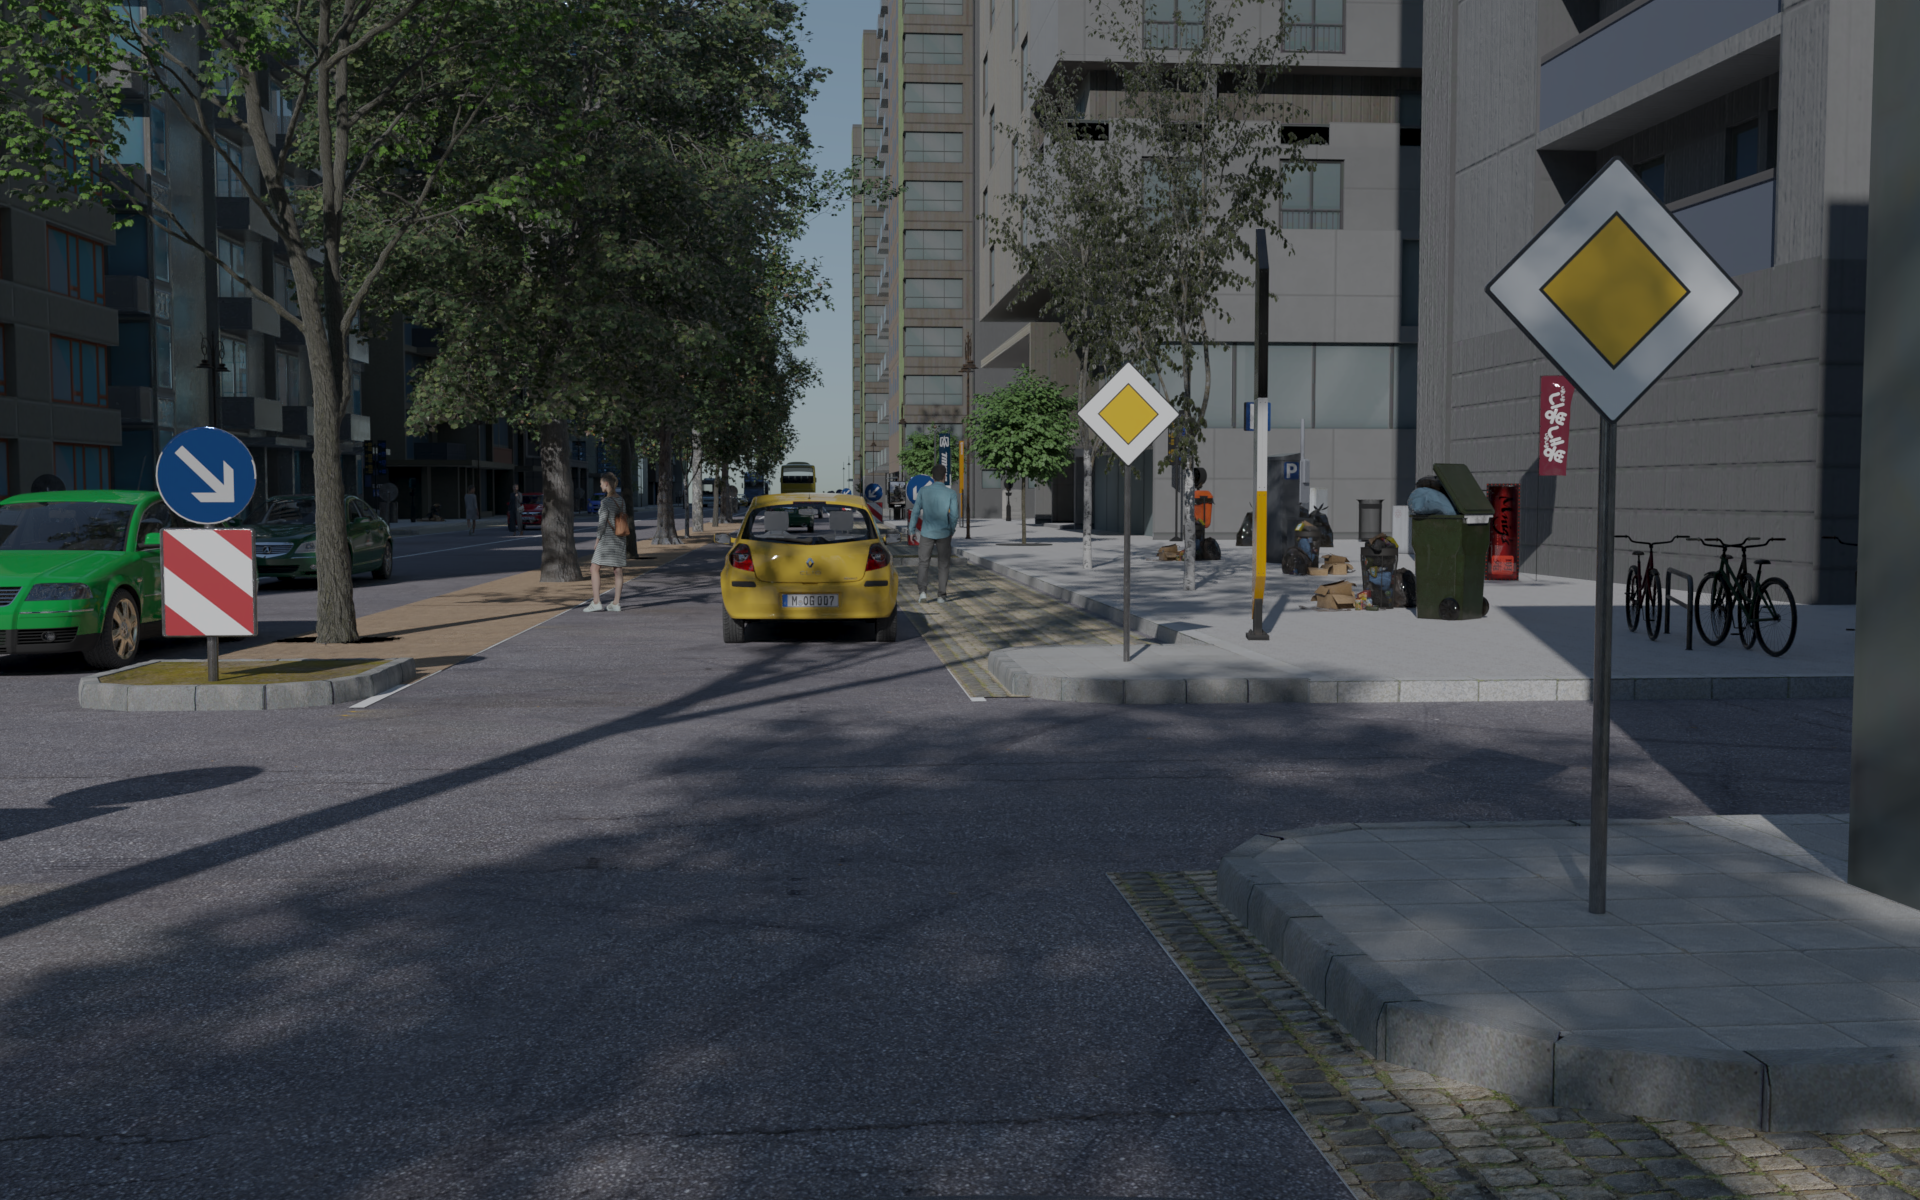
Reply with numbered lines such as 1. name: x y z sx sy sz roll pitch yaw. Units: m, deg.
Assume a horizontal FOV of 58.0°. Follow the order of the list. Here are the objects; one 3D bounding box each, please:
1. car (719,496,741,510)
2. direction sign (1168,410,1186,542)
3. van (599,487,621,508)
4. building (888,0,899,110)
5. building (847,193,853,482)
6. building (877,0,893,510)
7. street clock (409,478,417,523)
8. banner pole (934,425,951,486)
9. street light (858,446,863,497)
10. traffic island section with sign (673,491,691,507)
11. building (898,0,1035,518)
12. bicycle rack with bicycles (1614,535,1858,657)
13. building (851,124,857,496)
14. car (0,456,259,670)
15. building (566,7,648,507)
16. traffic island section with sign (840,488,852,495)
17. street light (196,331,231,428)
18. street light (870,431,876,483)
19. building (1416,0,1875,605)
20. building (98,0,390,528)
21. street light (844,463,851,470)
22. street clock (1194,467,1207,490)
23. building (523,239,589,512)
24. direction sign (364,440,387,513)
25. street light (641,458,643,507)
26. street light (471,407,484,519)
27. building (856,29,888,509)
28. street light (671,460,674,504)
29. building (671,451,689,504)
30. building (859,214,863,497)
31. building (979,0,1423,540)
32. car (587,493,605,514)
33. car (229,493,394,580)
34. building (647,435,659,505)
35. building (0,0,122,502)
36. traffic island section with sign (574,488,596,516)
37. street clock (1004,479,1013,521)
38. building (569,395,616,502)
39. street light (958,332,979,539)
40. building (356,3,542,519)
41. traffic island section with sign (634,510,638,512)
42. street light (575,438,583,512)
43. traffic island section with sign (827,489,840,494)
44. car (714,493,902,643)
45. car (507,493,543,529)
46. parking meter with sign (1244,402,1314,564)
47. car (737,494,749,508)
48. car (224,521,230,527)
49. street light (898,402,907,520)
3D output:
1. car: -20.507 -8.844 154.382 2.009 1.686 4.222 0 4 -6
2. direction sign: 5.866 -3.356 46.864 0.379 3.537 0.876 -2 4 -25
3. van: -21.062 -6.067 106.201 2.013 2.044 4.112 0 4 -5
4. building: 2.570 -28.262 112.200 14.600 45.320 14.200 0 4 -5
5. building: -3.190 -37.474 232.307 23.786 49.044 30.456 0 4 -5
6. building: 4.937 -31.533 135.165 23.786 49.044 30.456 0 4 -5
7. street clock: -24.684 -4.499 78.130 0.358 2.002 0.471 -2 4 -31
8. banner pole: -0.701 -4.456 62.879 0.863 3.779 0.401 2 4 31
9. street light: -9.438 -11.685 163.838 0.468 5.910 1.993 0 4 -5
10. traffic island section with sign: -31.446 -11.324 193.773 1.989 1.847 2.006 0 4 -5
11. building: 3.474 -25.313 97.456 14.154 41.232 14.086 0 4 -5
12. bicycle rack with bicycles: 6.918 -0.080 14.685 2.852 0.926 2.925 1 4 18
13. building: -5.161 -31.286 195.120 14.154 41.232 14.086 0 4 -5
14. car: -7.781 -0.407 15.451 1.959 1.807 4.718 0 4 -4
15. building: -44.291 -53.240 183.147 22.319 86.520 31.000 0 4 -5
16. traffic island section with sign: -3.259 -3.317 62.854 1.989 1.847 2.006 0 4 -5
17. street light: -21.155 -4.674 49.203 0.468 5.910 1.993 0 4 -5
18. street light: -6.317 -9.399 126.459 0.468 5.910 1.993 0 4 -5
19. building: 23.414 -29.473 23.883 28.212 58.520 21.231 0 4 -5
20. building: -36.605 -27.350 66.773 23.786 49.044 30.456 0 4 -5
21. street light: -13.353 -14.406 208.326 0.468 5.910 1.993 0 4 -5
22. street clock: 6.462 -2.595 47.001 0.358 2.002 0.471 -2 4 -32
23. building: -37.832 -41.901 123.340 20.563 71.187 20.611 0 4 -5
24. direction sign: -24.500 -4.932 72.636 0.876 3.537 0.379 -2 4 -24
25. street light: -31.645 -12.174 171.829 0.468 5.910 1.993 0 4 -5
26. street light: -24.483 -7.049 88.041 0.468 5.910 1.993 0 4 -5
27. building: -1.885 -28.963 157.134 14.154 41.232 14.086 0 4 -5
28. street light: -34.766 -14.468 209.335 0.468 5.910 1.993 0 4 -5
29. building: -44.739 -33.797 236.183 14.154 41.232 14.086 0 4 -5
30. building: -3.500 -25.042 181.142 14.160 30.474 14.107 0 4 -5
31. building: 15.276 -28.876 61.355 28.713 52.752 27.495 0 4 -5
32. car: -25.114 -6.851 121.603 1.945 1.707 3.694 0 4 -4
33. car: -10.373 -0.972 27.683 2.131 1.459 4.920 0 4 -6
34. building: -43.045 -34.111 207.822 14.600 45.320 14.200 0 4 -5
35. building: -33.703 -11.170 27.667 27.650 21.520 28.899 0 4 -5
36. traffic island section with sign: -24.403 -6.266 111.082 1.989 1.847 2.006 0 4 -5
37. street clock: 2.287 -4.704 81.486 0.358 2.002 0.471 3 4 37
38. building: -46.187 -27.781 146.103 32.217 40.220 23.993 0 4 -5
39. street light: 0.233 -4.691 49.478 0.468 5.910 1.993 0 4 -5
40. building: -36.415 -27.199 99.331 22.147 44.769 28.867 0 4 -5
41. traffic island section with sign: -26.681 -7.909 137.941 1.989 1.847 2.006 0 4 -5
42. street light: -27.679 -9.358 125.785 0.468 5.910 1.993 0 4 -5
43. traffic island section with sign: -9.803 -8.007 139.549 1.989 1.847 2.006 0 4 -5
44. car: -1.581 -0.482 18.110 2.015 1.641 3.980 0 4 -5
45. car: -17.153 -3.732 70.055 2.155 1.783 4.494 0 4 -5
46. parking meter with sign: 5.954 -2.196 32.164 0.543 3.016 1.738 -1 4 -22
47. car: -23.413 -10.625 183.936 2.015 1.641 3.980 0 4 -6
48. car: -13.237 -0.990 27.992 2.131 1.459 4.920 0 4 -6
49. street light: -2.893 -6.977 86.857 0.468 5.910 1.993 0 4 -5
